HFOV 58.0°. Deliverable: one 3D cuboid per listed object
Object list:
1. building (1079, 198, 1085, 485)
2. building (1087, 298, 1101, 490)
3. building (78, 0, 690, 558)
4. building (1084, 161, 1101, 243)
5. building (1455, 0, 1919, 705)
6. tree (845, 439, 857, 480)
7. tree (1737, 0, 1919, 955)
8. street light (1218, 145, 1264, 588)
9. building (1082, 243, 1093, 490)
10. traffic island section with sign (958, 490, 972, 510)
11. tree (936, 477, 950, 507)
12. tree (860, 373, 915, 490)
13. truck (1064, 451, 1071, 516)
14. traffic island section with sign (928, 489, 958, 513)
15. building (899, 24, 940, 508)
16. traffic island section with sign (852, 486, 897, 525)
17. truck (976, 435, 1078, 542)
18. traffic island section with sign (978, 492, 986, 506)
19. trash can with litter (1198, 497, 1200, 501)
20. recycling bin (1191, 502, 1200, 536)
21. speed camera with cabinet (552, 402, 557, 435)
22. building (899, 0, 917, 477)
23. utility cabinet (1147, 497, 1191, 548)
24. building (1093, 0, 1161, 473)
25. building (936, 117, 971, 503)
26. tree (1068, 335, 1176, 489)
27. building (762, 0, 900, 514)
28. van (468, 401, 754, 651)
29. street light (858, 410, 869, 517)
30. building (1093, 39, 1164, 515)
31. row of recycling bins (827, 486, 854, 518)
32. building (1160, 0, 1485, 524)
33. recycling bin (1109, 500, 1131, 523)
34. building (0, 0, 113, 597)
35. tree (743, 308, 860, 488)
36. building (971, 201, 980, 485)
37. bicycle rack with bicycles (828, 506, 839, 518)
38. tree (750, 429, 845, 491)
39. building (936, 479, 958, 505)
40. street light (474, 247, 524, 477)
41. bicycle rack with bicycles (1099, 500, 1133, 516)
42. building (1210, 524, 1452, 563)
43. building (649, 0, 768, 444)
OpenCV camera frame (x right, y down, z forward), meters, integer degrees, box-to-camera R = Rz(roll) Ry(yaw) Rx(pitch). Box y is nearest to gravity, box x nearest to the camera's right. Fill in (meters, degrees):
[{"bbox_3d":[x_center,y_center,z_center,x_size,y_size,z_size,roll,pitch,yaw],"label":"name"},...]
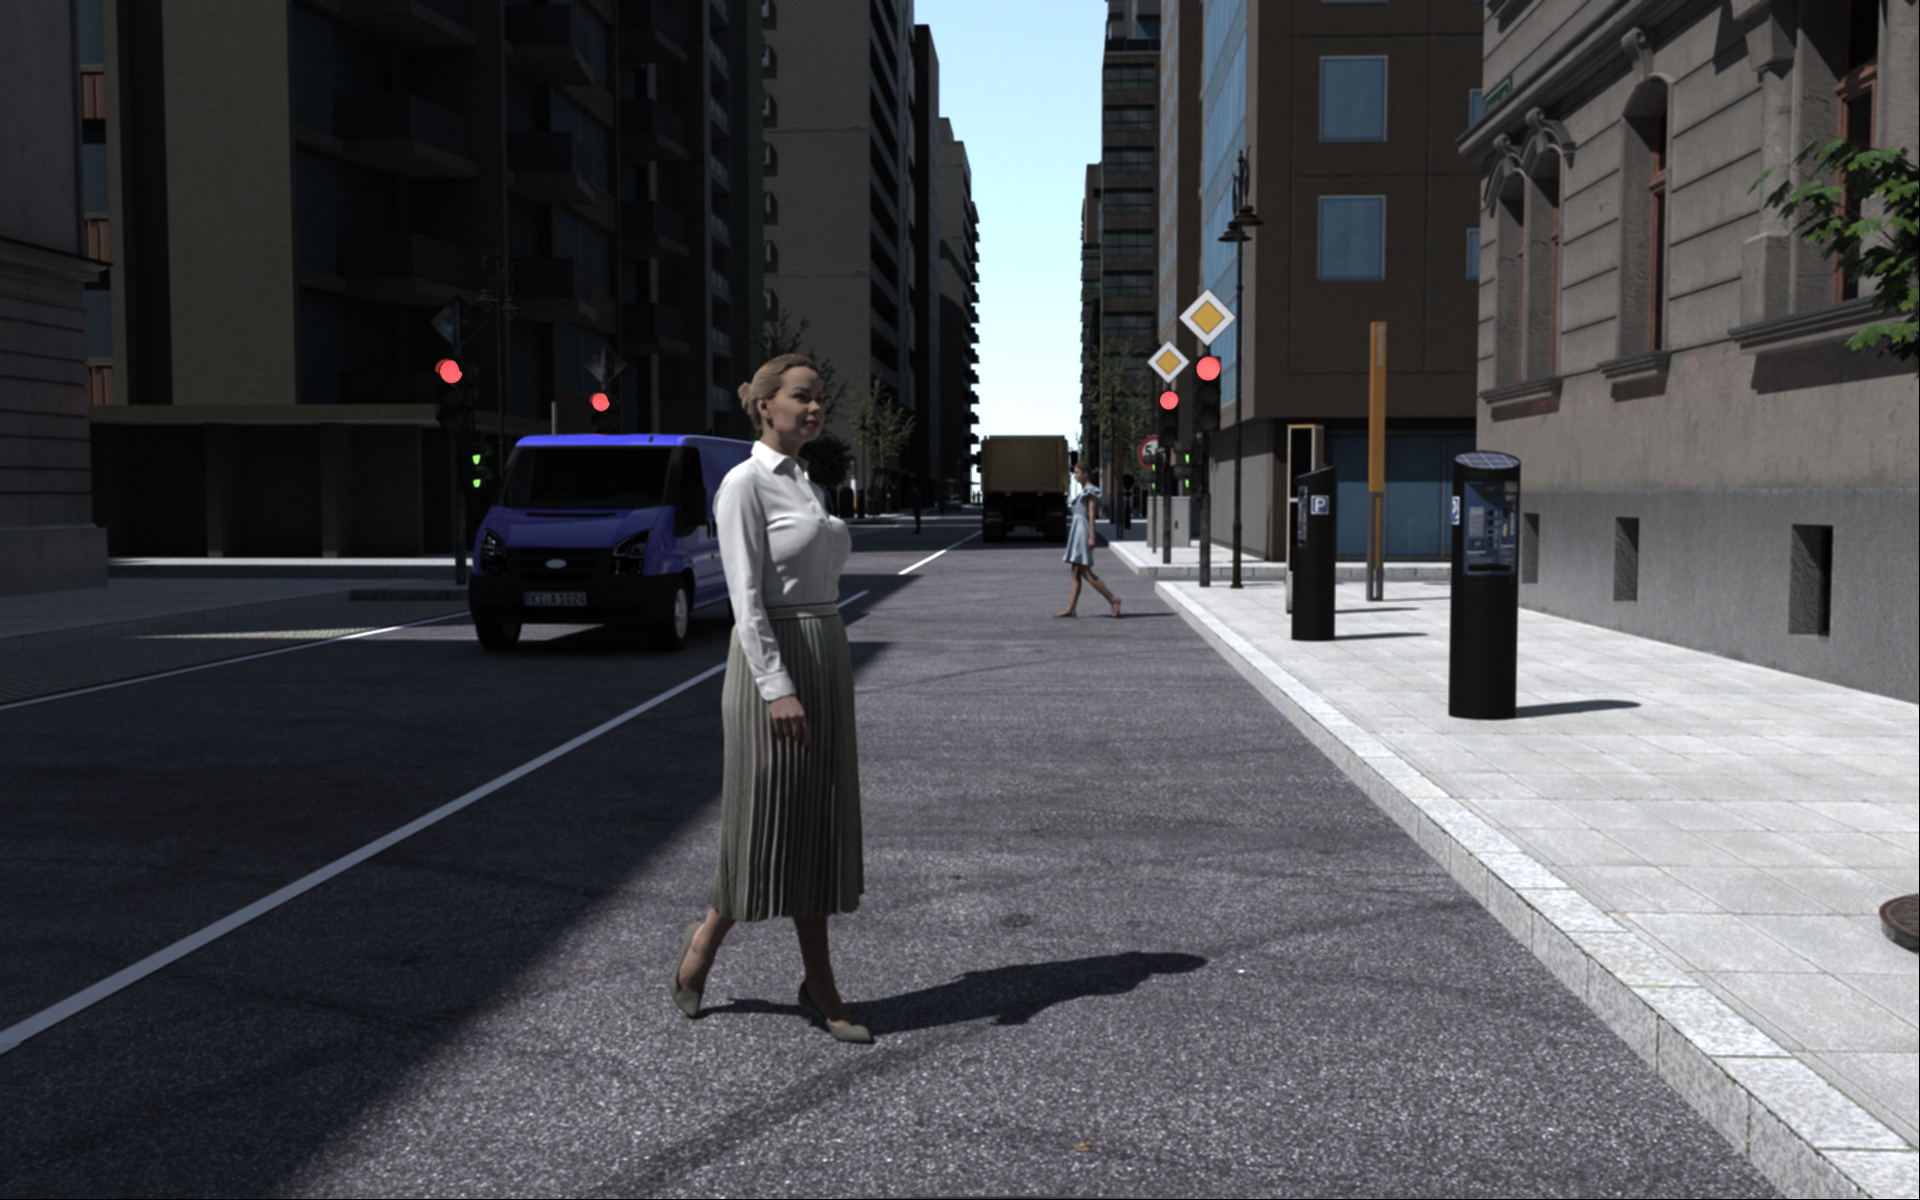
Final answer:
[{"bbox_3d":[28.452,-36.443,250.474,22.147,44.769,28.867,0,4,3],"label":"building"},{"bbox_3d":[26.393,-19.681,166.818,27.650,21.520,28.899,0,4,3],"label":"building"},{"bbox_3d":[-19.955,-23.995,46.937,22.147,44.769,28.867,0,4,3],"label":"building"},{"bbox_3d":[23.420,-35.392,228.777,14.600,45.320,14.200,0,4,3],"label":"building"},{"bbox_3d":[12.066,-13.611,9.924,14.401,28.519,23.554,0,4,3],"label":"building"},{"bbox_3d":[-6.748,-6.235,85.649,4.285,4.588,4.351,0,3,0],"label":"tree"},{"bbox_3d":[3.273,-0.617,4.688,1.663,3.219,1.824,0,3,0],"label":"tree"},{"bbox_3d":[3.773,-3.097,23.431,0.468,5.910,1.993,0,4,3],"label":"street light"},{"bbox_3d":[21.112,-26.214,200.292,14.160,30.474,14.107,0,4,3],"label":"building"},{"bbox_3d":[0.086,-9.124,157.798,1.989,1.847,2.006,0,4,3],"label":"traffic island section with sign"},{"bbox_3d":[-2.093,-11.072,175.632,1.663,3.219,1.824,0,3,0],"label":"tree"},{"bbox_3d":[-5.056,-9.461,105.045,4.737,8.622,4.395,0,3,0],"label":"tree"},{"bbox_3d":[6.202,-7.923,118.460,2.839,4.237,11.283,0,4,3],"label":"truck"},{"bbox_3d":[-1.382,-7.441,130.295,1.989,1.847,2.006,0,4,3],"label":"traffic island section with sign"},{"bbox_3d":[-9.301,-31.422,163.867,14.600,45.320,14.200,0,4,3],"label":"building"},{"bbox_3d":[-4.019,-4.455,81.473,1.989,1.847,2.006,0,4,3],"label":"traffic island section with sign"},{"bbox_3d":[2.104,-3.632,55.310,3.469,3.379,9.791,0,4,3],"label":"truck"},{"bbox_3d":[3.140,-12.601,214.647,1.989,1.847,2.006,0,4,3],"label":"traffic island section with sign"},{"bbox_3d":[10.998,-3.981,76.155,2.233,1.210,1.678,2,4,34],"label":"trash can with litter"},{"bbox_3d":[7.098,-2.471,52.958,0.722,1.027,0.722,2,4,25],"label":"recycling bin"},{"bbox_3d":[-8.488,-2.589,36.661,0.660,3.252,2.038,0,4,-4],"label":"speed camera with cabinet"},{"bbox_3d":[-17.964,-33.885,143.266,28.713,52.752,27.495,0,4,3],"label":"building"},{"bbox_3d":[5.011,-1.859,41.563,1.020,1.237,0.306,1,4,13],"label":"utility cabinet"},{"bbox_3d":[22.601,-31.554,135.512,23.786,49.044,30.456,0,4,3],"label":"building"},{"bbox_3d":[-9.661,-36.896,226.953,21.300,48.544,21.600,0,4,3],"label":"building"},{"bbox_3d":[7.541,-7.915,79.772,4.737,8.622,4.395,0,3,0],"label":"tree"},{"bbox_3d":[-15.733,-30.277,118.734,21.300,48.544,21.600,0,4,3],"label":"building"},{"bbox_3d":[-3.324,-0.810,17.625,2.240,2.365,5.245,0,4,4],"label":"van"},{"bbox_3d":[-5.298,-7.503,95.467,0.468,5.910,1.993,0,4,3],"label":"street light"},{"bbox_3d":[16.223,-20.918,113.713,14.160,30.474,14.107,0,4,3],"label":"building"},{"bbox_3d":[-7.499,-5.293,93.660,3.534,1.692,1.069,-1,4,-8],"label":"row of recycling bins"},{"bbox_3d":[17.659,-26.841,88.966,14.600,45.320,14.200,0,4,3],"label":"building"},{"bbox_3d":[7.068,-3.905,76.403,0.722,1.027,0.722,-2,4,-25],"label":"recycling bin"},{"bbox_3d":[-21.112,-9.455,19.217,19.286,19.102,10.561,0,4,3],"label":"building"},{"bbox_3d":[-6.619,-7.191,67.941,4.737,8.622,4.395,0,3,0],"label":"tree"},{"bbox_3d":[-8.426,-36.551,252.225,22.147,44.769,28.867,0,4,3],"label":"building"},{"bbox_3d":[-8.364,-5.365,101.097,2.852,0.926,2.925,-3,5,-41],"label":"bicycle rack with bicycles"},{"bbox_3d":[-7.526,-5.483,73.366,4.285,4.588,4.351,0,3,0],"label":"tree"},{"bbox_3d":[-16.620,-31.346,204.392,32.217,40.220,23.993,0,4,3],"label":"building"},{"bbox_3d":[-8.661,-3.664,32.687,0.468,5.910,1.993,0,4,3],"label":"street light"},{"bbox_3d":[9.344,-5.507,103.422,2.925,0.926,2.852,-1,4,-8],"label":"bicycle rack with bicycles"},{"bbox_3d":[12.885,-23.677,37.233,14.200,45.320,14.600,0,4,3],"label":"building"},{"bbox_3d":[-16.913,-24.160,78.617,14.154,41.232,14.086,0,4,3],"label":"building"}]
